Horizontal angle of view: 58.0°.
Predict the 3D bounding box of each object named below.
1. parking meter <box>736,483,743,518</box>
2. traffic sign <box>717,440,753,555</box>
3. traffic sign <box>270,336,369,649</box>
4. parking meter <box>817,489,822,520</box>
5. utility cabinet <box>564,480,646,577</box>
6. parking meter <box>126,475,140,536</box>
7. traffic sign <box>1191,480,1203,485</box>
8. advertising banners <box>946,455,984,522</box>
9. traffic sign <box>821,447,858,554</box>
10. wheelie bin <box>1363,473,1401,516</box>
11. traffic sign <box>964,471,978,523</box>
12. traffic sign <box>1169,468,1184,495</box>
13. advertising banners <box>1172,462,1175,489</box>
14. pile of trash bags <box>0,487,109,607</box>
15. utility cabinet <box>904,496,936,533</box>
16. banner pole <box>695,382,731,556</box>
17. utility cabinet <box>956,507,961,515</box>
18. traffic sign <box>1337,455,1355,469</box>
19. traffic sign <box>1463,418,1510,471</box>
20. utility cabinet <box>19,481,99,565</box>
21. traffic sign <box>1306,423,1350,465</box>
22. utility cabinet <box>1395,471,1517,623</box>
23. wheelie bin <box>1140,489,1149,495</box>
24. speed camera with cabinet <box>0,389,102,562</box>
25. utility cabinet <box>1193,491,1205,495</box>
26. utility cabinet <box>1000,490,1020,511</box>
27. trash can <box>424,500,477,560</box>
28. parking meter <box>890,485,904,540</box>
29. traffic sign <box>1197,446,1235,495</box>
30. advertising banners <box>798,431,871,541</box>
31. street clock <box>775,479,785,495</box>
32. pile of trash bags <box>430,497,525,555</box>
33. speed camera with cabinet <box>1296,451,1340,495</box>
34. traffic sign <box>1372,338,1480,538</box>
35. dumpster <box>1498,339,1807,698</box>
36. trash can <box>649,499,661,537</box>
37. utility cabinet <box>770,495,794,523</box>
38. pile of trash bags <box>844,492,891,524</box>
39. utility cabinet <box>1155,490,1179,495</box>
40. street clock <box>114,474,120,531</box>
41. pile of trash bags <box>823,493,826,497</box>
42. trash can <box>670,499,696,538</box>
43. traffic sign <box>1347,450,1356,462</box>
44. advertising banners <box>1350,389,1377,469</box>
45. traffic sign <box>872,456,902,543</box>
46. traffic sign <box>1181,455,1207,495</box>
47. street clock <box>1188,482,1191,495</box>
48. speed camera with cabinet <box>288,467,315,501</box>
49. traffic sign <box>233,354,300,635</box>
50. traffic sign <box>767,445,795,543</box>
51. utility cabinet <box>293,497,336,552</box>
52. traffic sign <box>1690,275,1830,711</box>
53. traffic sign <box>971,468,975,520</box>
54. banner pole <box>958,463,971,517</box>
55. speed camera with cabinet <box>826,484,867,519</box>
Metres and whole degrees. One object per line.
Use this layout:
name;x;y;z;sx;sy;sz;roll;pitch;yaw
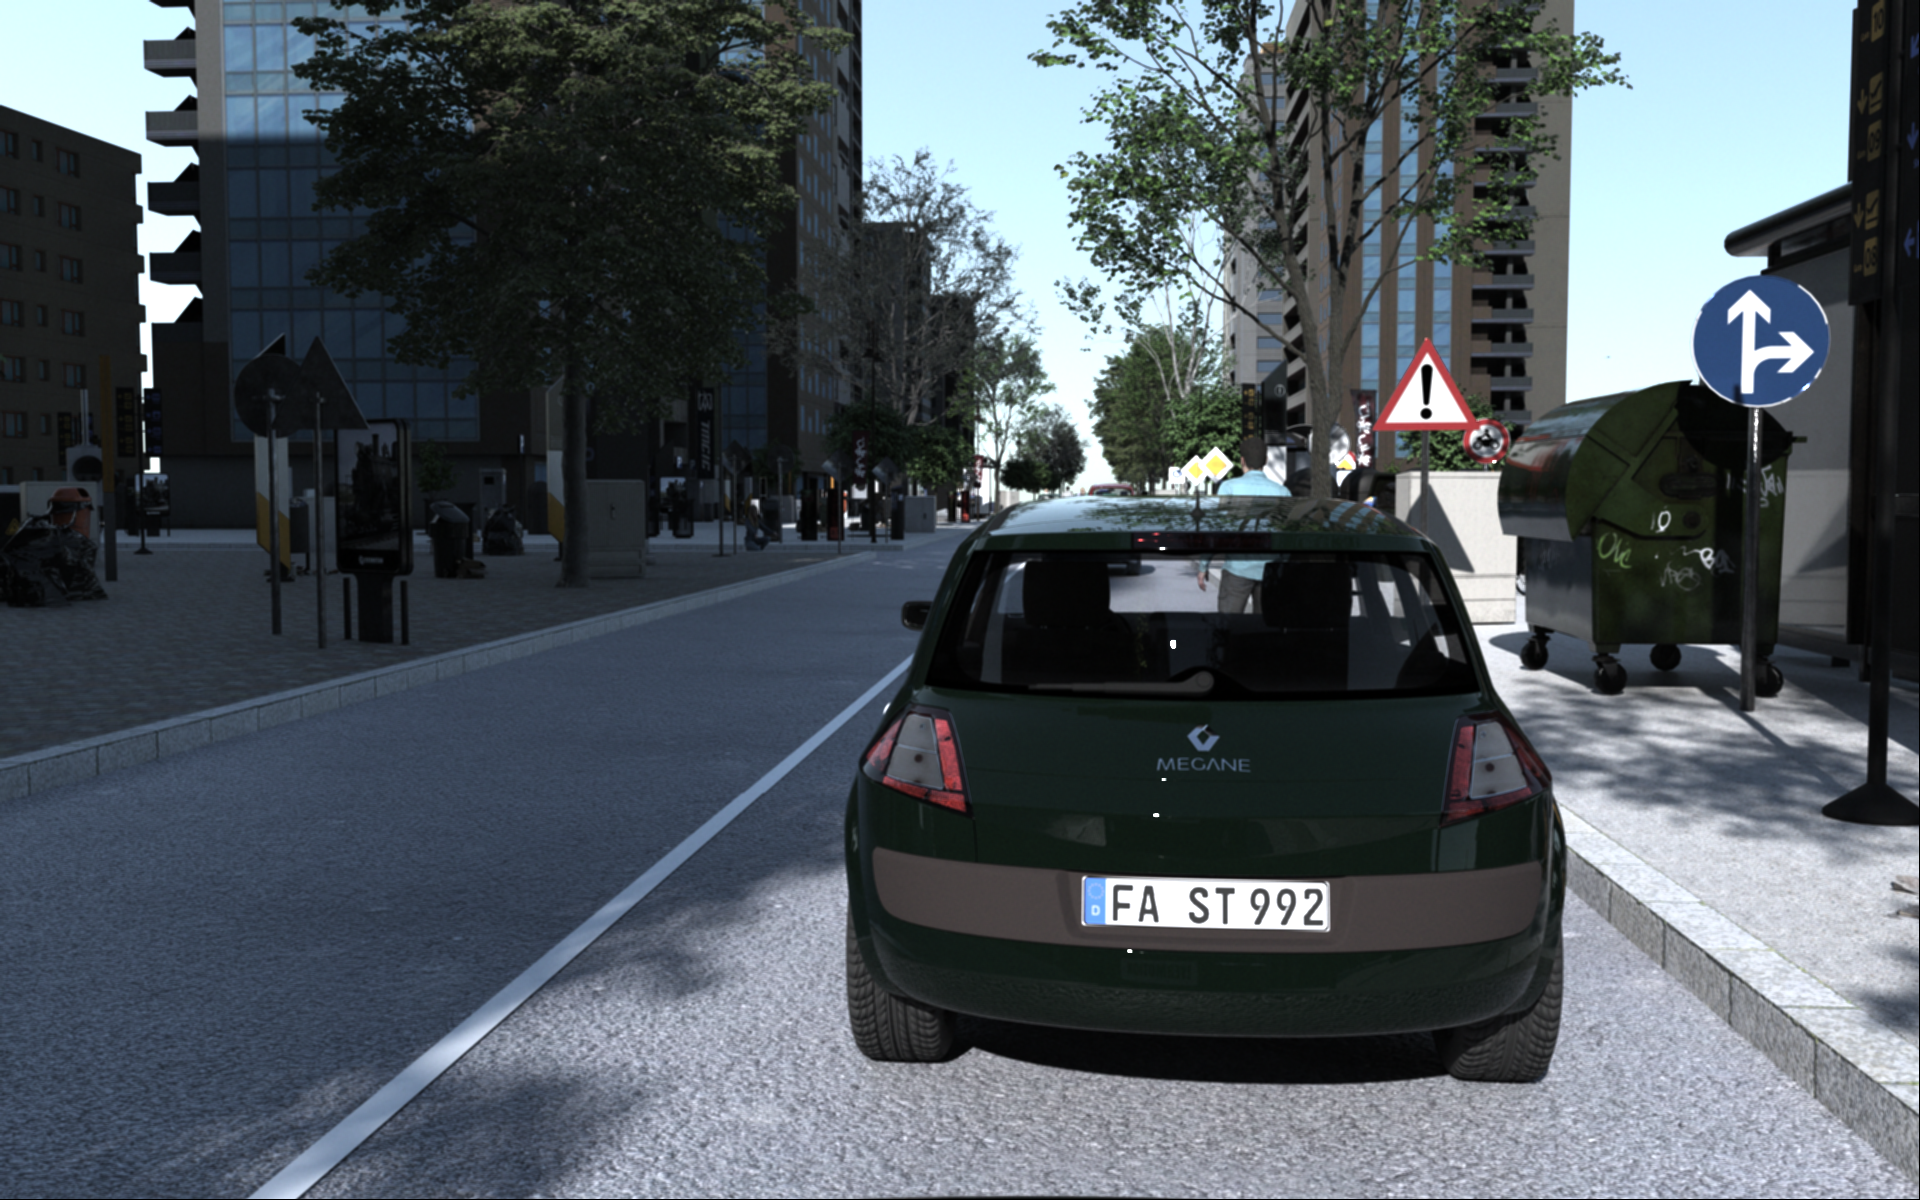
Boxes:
parking meter;-11.614;-5.227;91.176;0.255;1.863;0.399;-3;5;-43
traffic sign;-4.765;-2.170;36.663;0.795;2.450;0.064;1;4;14
traffic sign;-5.298;-0.875;14.315;0.884;2.594;0.081;1;4;10
parking meter;-7.039;-4.748;86.044;0.372;1.533;0.369;0;3;0
utility cabinet;-5.418;-1.087;26.452;1.173;1.500;0.318;-1;4;-23
parking meter;-25.533;-2.920;53.457;0.255;1.863;0.399;-1;4;-9
traffic sign;13.060;-5.845;95.679;0.768;2.556;0.104;0;4;8
advertising banners;0.225;-5.024;78.331;2.074;3.025;0.090;3;4;36
traffic sign;-2.585;-2.051;37.173;0.795;2.450;0.064;0;4;5
wheelie bin;6.413;-1.073;25.449;0.980;1.594;0.693;-1;4;-11
traffic sign;0.439;-4.643;77.101;0.795;2.450;0.064;0;4;7
traffic sign;8.333;-3.942;66.586;0.606;2.300;0.079;1;4;11
advertising banners;11.458;-6.064;95.336;0.090;3.025;2.074;-1;4;-15
pile of trash bags;-11.296;-0.685;20.955;1.912;1.369;3.447;0;4;-8
utility cabinet;-1.317;-2.829;57.408;1.020;1.237;0.306;1;4;13
banner pole;-5.125;-2.799;35.783;0.863;3.779;0.401;2;4;31
utility cabinet;0.339;-5.991;109.115;1.020;1.237;0.306;2;4;33
traffic sign;10.786;-2.899;48.579;0.795;2.450;0.064;1;4;10
traffic sign;8.837;-1.776;29.149;0.768;2.556;0.104;1;4;11
utility cabinet;-15.803;-1.328;30.393;0.318;1.500;1.173;3;5;42
traffic sign;6.507;-1.869;30.671;0.768;2.556;0.104;0;4;7
utility cabinet;4.864;-0.509;17.009;1.173;1.500;0.318;-1;4;-15
wheelie bin;11.992;-6.434;113.103;0.693;1.594;0.980;0;4;1
speed camera with cabinet;-17.010;-2.319;32.254;2.038;3.252;0.660;-2;4;-32
utility cabinet;16.150;-6.615;116.827;0.318;1.500;1.173;3;4;38
utility cabinet;3.297;-6.314;111.912;1.173;1.500;0.318;-2;4;-35
trash can;-8.307;-1.027;28.437;0.748;1.137;0.748;0;3;0
parking meter;-1.765;-2.464;48.696;0.372;1.533;0.369;0;3;0
traffic sign;5.379;-2.008;36.479;0.795;2.450;0.064;0;4;5
advertising banners;-3.447;-3.139;47.512;2.074;3.025;0.090;1;4;12
street clock;-8.459;-4.690;81.253;0.471;2.002;0.358;3;5;42
pile of trash bags;-10.927;-1.650;36.729;3.447;1.369;1.912;0;4;-5
speed camera with cabinet;7.802;-2.540;35.860;2.038;3.252;0.660;-3;5;-40
traffic sign;3.907;-0.891;14.574;0.884;2.594;0.081;0;4;6
dumpster;4.615;-0.564;11.716;1.502;2.255;1.985;0;4;5
trash can;-9.297;-2.457;51.833;0.748;1.137;0.748;0;3;0
utility cabinet;-7.955;-4.056;77.478;1.020;1.237;0.306;1;4;13
pile of trash bags;-3.771;-3.994;75.047;3.447;1.369;1.912;1;4;9
utility cabinet;10.071;-4.635;84.454;1.173;1.500;0.318;-2;4;-25
street clock;-29.564;-3.415;60.400;0.471;2.002;0.358;-1;4;-13
pile of trash bags;-7.087;-5.448;98.825;1.912;1.369;3.447;1;4;10
trash can;-8.053;-2.367;50.350;0.748;1.137;0.748;0;3;0
traffic sign;10.835;-2.990;48.991;0.768;2.556;0.104;1;4;9
advertising banners;7.456;-2.029;29.359;2.074;3.025;0.090;-1;4;-23
traffic sign;-1.910;-2.537;45.129;0.795;2.450;0.064;0;4;5
traffic sign;6.054;-2.495;44.436;0.795;2.450;0.064;0;4;5
street clock;12.872;-5.747;98.538;0.471;2.002;0.358;3;4;36
speed camera with cabinet;-21.309;-3.781;56.156;2.038;3.252;0.660;-2;4;-27
traffic sign;-6.255;-0.958;15.777;0.768;2.556;0.104;0;4;7
traffic sign;-4.661;-2.742;44.933;0.768;2.556;0.104;1;4;15
utility cabinet;-14.339;-1.685;38.708;1.020;1.237;0.306;-3;5;-40
traffic sign;4.665;-0.616;10.186;0.768;2.556;0.104;1;4;8
traffic sign;0.589;-5.258;86.081;0.768;2.556;0.104;0;4;5
banner pole;0.292;-6.641;98.597;0.863;3.779;0.401;2;4;24
speed camera with cabinet;-5.821;-5.785;88.922;2.038;3.252;0.660;-1;4;-22
